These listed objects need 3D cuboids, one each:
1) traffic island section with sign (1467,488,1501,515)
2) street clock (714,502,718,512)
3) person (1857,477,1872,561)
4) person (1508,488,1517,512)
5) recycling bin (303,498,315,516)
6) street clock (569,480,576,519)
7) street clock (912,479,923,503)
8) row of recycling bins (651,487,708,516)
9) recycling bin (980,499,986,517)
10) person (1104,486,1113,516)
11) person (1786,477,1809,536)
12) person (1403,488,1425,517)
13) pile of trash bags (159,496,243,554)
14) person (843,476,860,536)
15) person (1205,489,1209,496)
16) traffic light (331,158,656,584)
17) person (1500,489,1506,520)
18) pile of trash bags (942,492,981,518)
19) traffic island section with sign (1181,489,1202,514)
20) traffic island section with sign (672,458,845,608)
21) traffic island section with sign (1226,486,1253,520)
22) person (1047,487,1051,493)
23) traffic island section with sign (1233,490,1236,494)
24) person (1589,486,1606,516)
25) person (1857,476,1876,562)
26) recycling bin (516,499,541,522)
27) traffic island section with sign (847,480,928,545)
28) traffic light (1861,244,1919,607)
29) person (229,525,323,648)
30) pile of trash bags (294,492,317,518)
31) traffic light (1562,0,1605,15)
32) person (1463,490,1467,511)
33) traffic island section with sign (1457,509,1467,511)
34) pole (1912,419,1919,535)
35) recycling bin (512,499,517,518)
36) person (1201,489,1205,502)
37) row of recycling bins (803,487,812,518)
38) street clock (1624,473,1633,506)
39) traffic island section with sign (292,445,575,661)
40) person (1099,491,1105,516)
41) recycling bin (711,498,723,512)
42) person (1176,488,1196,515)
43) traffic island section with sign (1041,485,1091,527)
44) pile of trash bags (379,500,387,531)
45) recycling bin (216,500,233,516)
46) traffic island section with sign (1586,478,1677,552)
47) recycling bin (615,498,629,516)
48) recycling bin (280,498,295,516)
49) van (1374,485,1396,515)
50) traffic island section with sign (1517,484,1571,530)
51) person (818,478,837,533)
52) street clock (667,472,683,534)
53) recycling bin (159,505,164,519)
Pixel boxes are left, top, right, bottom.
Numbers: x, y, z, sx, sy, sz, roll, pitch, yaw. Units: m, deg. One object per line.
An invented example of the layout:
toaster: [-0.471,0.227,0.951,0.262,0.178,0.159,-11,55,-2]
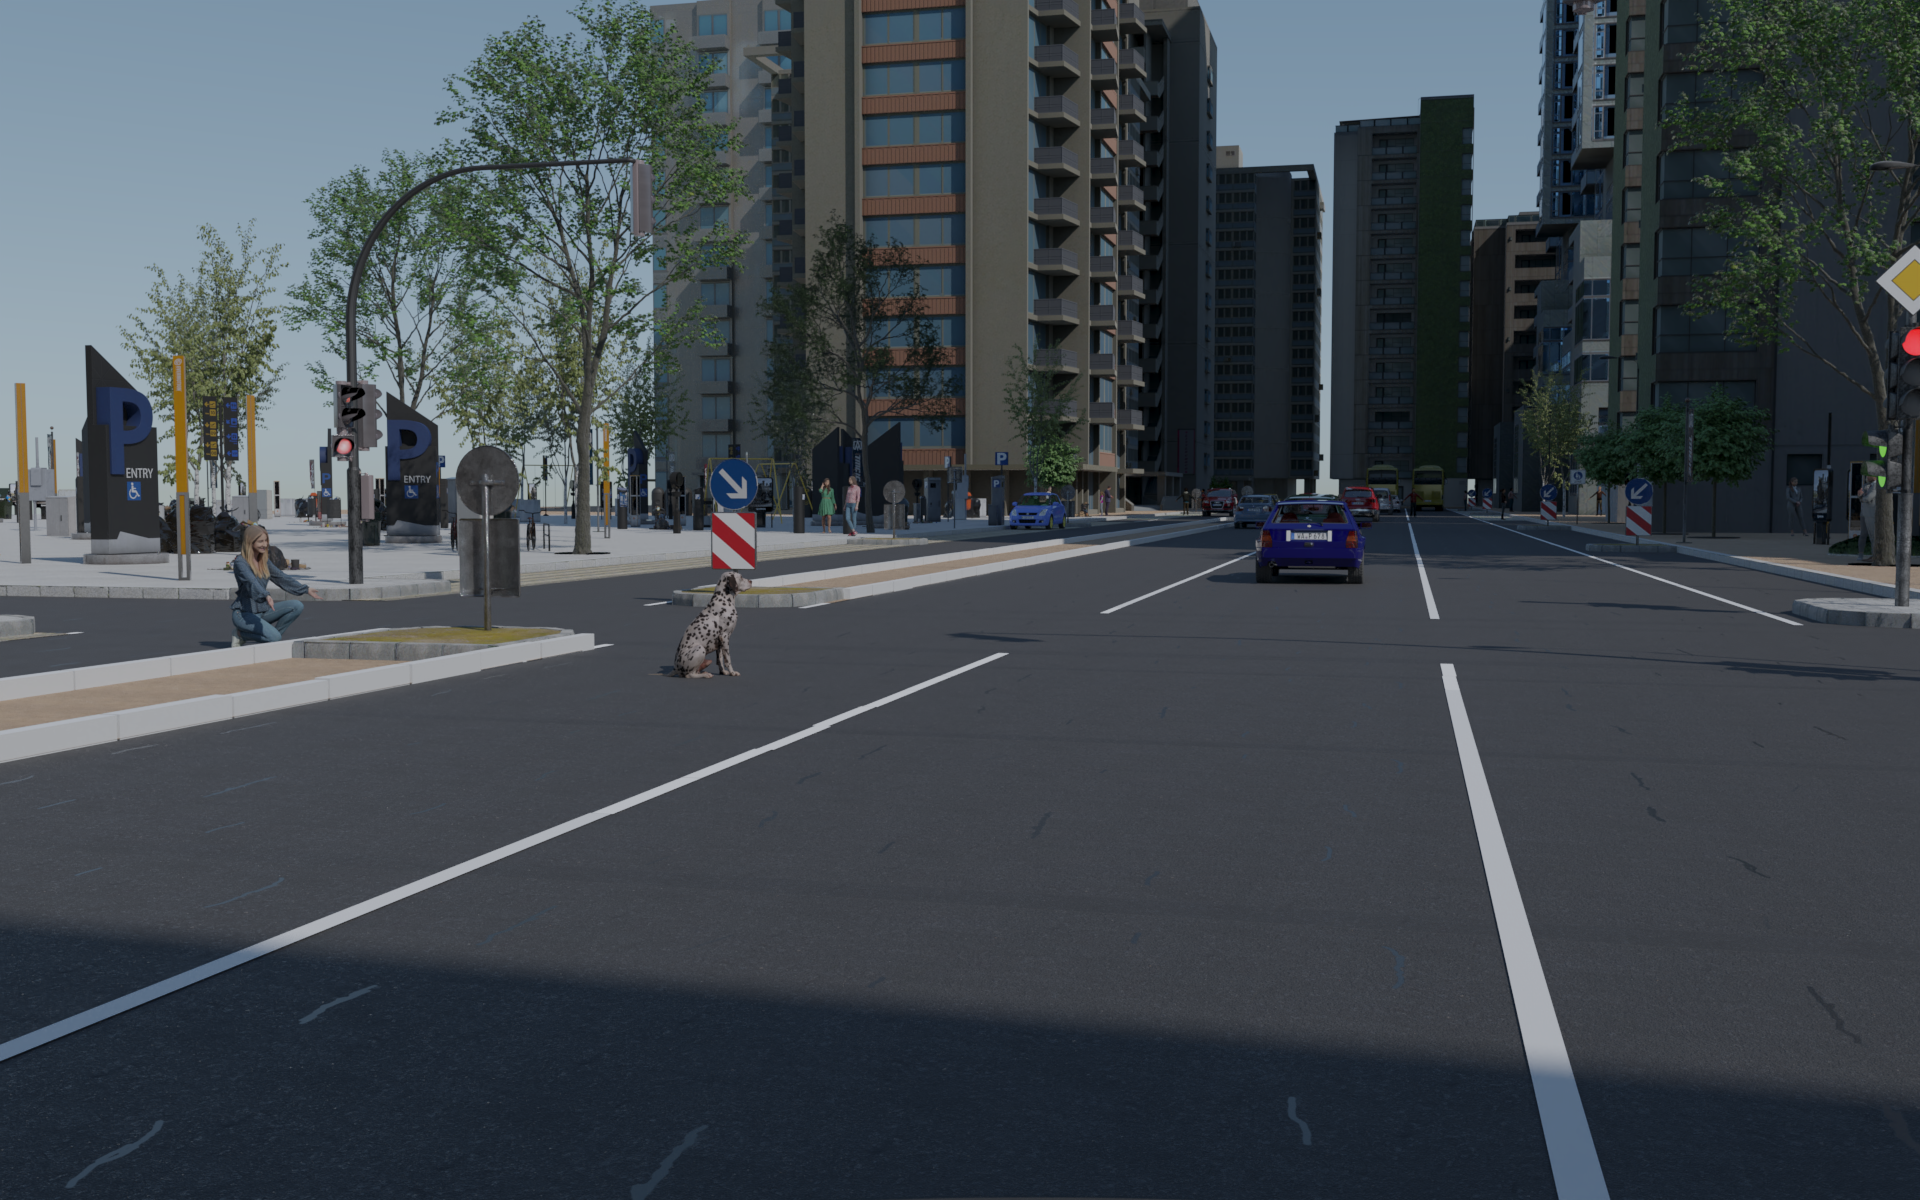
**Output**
traffic island section with sign: [36.135,-6.761,119.173,1.989,1.847,2.006,1,4,14]
street clock: [-13.061,-5.389,92.678,0.471,2.002,0.358,0,4,7]
person: [17.667,-1.665,33.455,0.537,1.800,0.526,3,4,37]
person: [40.091,-7.272,125.650,0.721,1.736,1.217,3,5,45]
recycling bin: [-38.078,-5.456,101.765,0.722,1.027,0.722,2,4,24]
street clock: [-19.959,-5.190,89.420,0.358,2.002,0.471,-3,4,-38]
street clock: [-2.021,-4.730,81.908,0.471,2.002,0.358,3,4,38]
row of recycling bins: [-16.592,-5.829,102.409,3.534,1.692,1.069,1,4,13]
recycling bin: [0.978,-5.168,97.052,0.722,1.027,0.722,3,4,39]
person: [8.690,-5.781,101.003,0.568,1.767,0.683,-1,4,-21]
person: [25.476,-2.836,52.684,0.520,1.790,0.573,-2,4,-24]
person: [28.054,-6.035,107.131,1.348,1.831,0.705,0,4,0]
pile of trash bags: [-17.010,-1.679,37.212,1.912,1.369,3.447,1,4,14]
person: [-3.306,-2.854,52.713,0.555,1.821,0.388,2,4,25]
person: [21.895,-9.004,153.785,0.750,1.759,0.617,1,4,13]
traffic light: [-6.553,-3.023,24.097,4.771,5.953,1.251,1,4,14]
person: [30.085,-5.280,95.646,0.721,1.723,1.217,1,4,14]
pile of trash bags: [0.192,-5.079,92.786,1.912,1.369,3.447,-1,4,-9]
traffic island section with sign: [16.833,-7.011,123.258,1.989,1.847,2.006,1,4,14]
traffic island section with sign: [-2.750,-0.901,22.875,2.006,1.907,1.989,1,4,14]
traffic island section with sign: [15.805,-5.355,95.695,2.006,1.907,1.989,1,4,14]
person: [4.944,-5.409,95.476,0.522,1.701,0.512,3,5,44]
traffic island section with sign: [23.566,-8.625,149.644,1.989,1.847,2.006,1,4,14]
person: [37.681,-5.847,102.161,1.217,1.766,0.721,3,5,43]
person: [17.214,-1.624,32.783,0.466,1.800,0.511,0,4,8]
recycling bin: [-19.670,-4.079,79.247,0.722,1.027,0.722,1,4,14]
traffic island section with sign: [-1.988,-2.496,49.441,1.989,1.847,2.006,1,4,14]
traffic light: [10.746,-1.881,19.682,0.839,4.253,0.868,1,4,14]
person: [-6.305,-0.120,15.954,0.738,1.151,1.012,1,4,17]
pile of trash bags: [-35.720,-5.251,95.601,1.912,1.369,3.447,-1,4,-20]
traffic light: [6.725,-2.303,12.320,4.771,5.953,1.251,1,4,14]
person: [41.878,-8.233,143.813,0.721,1.736,1.217,1,4,15]
traffic island section with sign: [42.843,-8.369,145.466,1.989,1.847,2.006,1,4,14]
pole: [24.235,-3.058,43.848,0.158,3.312,0.155,0,3,0]
recycling bin: [-24.157,-4.983,94.022,0.722,1.027,0.722,1,4,15]
person: [18.261,-7.447,130.223,0.705,1.831,1.348,1,4,15]
row of recycling bins: [-7.123,-5.295,93.694,3.534,1.692,1.069,1,4,21]
street clock: [23.528,-3.442,60.846,0.358,2.002,0.471,0,3,0]
traffic island section with sign: [-4.589,-0.463,15.699,2.006,1.907,1.989,1,4,14]
person: [8.065,-5.517,99.473,0.599,1.433,0.991,0,4,3]
recycling bin: [-14.263,-5.484,102.216,0.722,1.027,0.722,-1,4,-21]
person: [15.135,-6.601,116.050,1.348,1.869,0.705,0,4,2]
traffic island section with sign: [4.677,-4.094,75.562,1.989,1.847,2.006,1,4,14]
pile of trash bags: [-20.239,-3.091,60.291,1.912,1.369,3.447,0,4,8]
recycling bin: [-32.153,-3.882,76.027,0.722,1.027,0.722,0,4,5]
traffic island section with sign: [16.874,-2.140,43.623,1.989,1.847,2.006,1,4,14]
recycling bin: [-19.853,-5.478,102.119,0.722,1.027,0.722,2,4,34]
recycling bin: [-38.664,-5.322,99.565,0.722,1.027,0.722,0,4,-2]
van: [29.017,-6.883,119.549,2.013,2.044,4.112,1,4,16]
traffic island section with sign: [23.591,-3.750,69.946,1.989,1.847,2.006,1,4,14]
person: [-4.355,-3.080,56.654,0.600,1.795,0.529,-1,4,-17]
street clock: [-9.178,-3.152,56.099,0.358,2.002,0.471,1,4,22]
recycling bin: [-18.190,-1.592,38.591,0.722,1.027,0.722,-3,5,-39]
